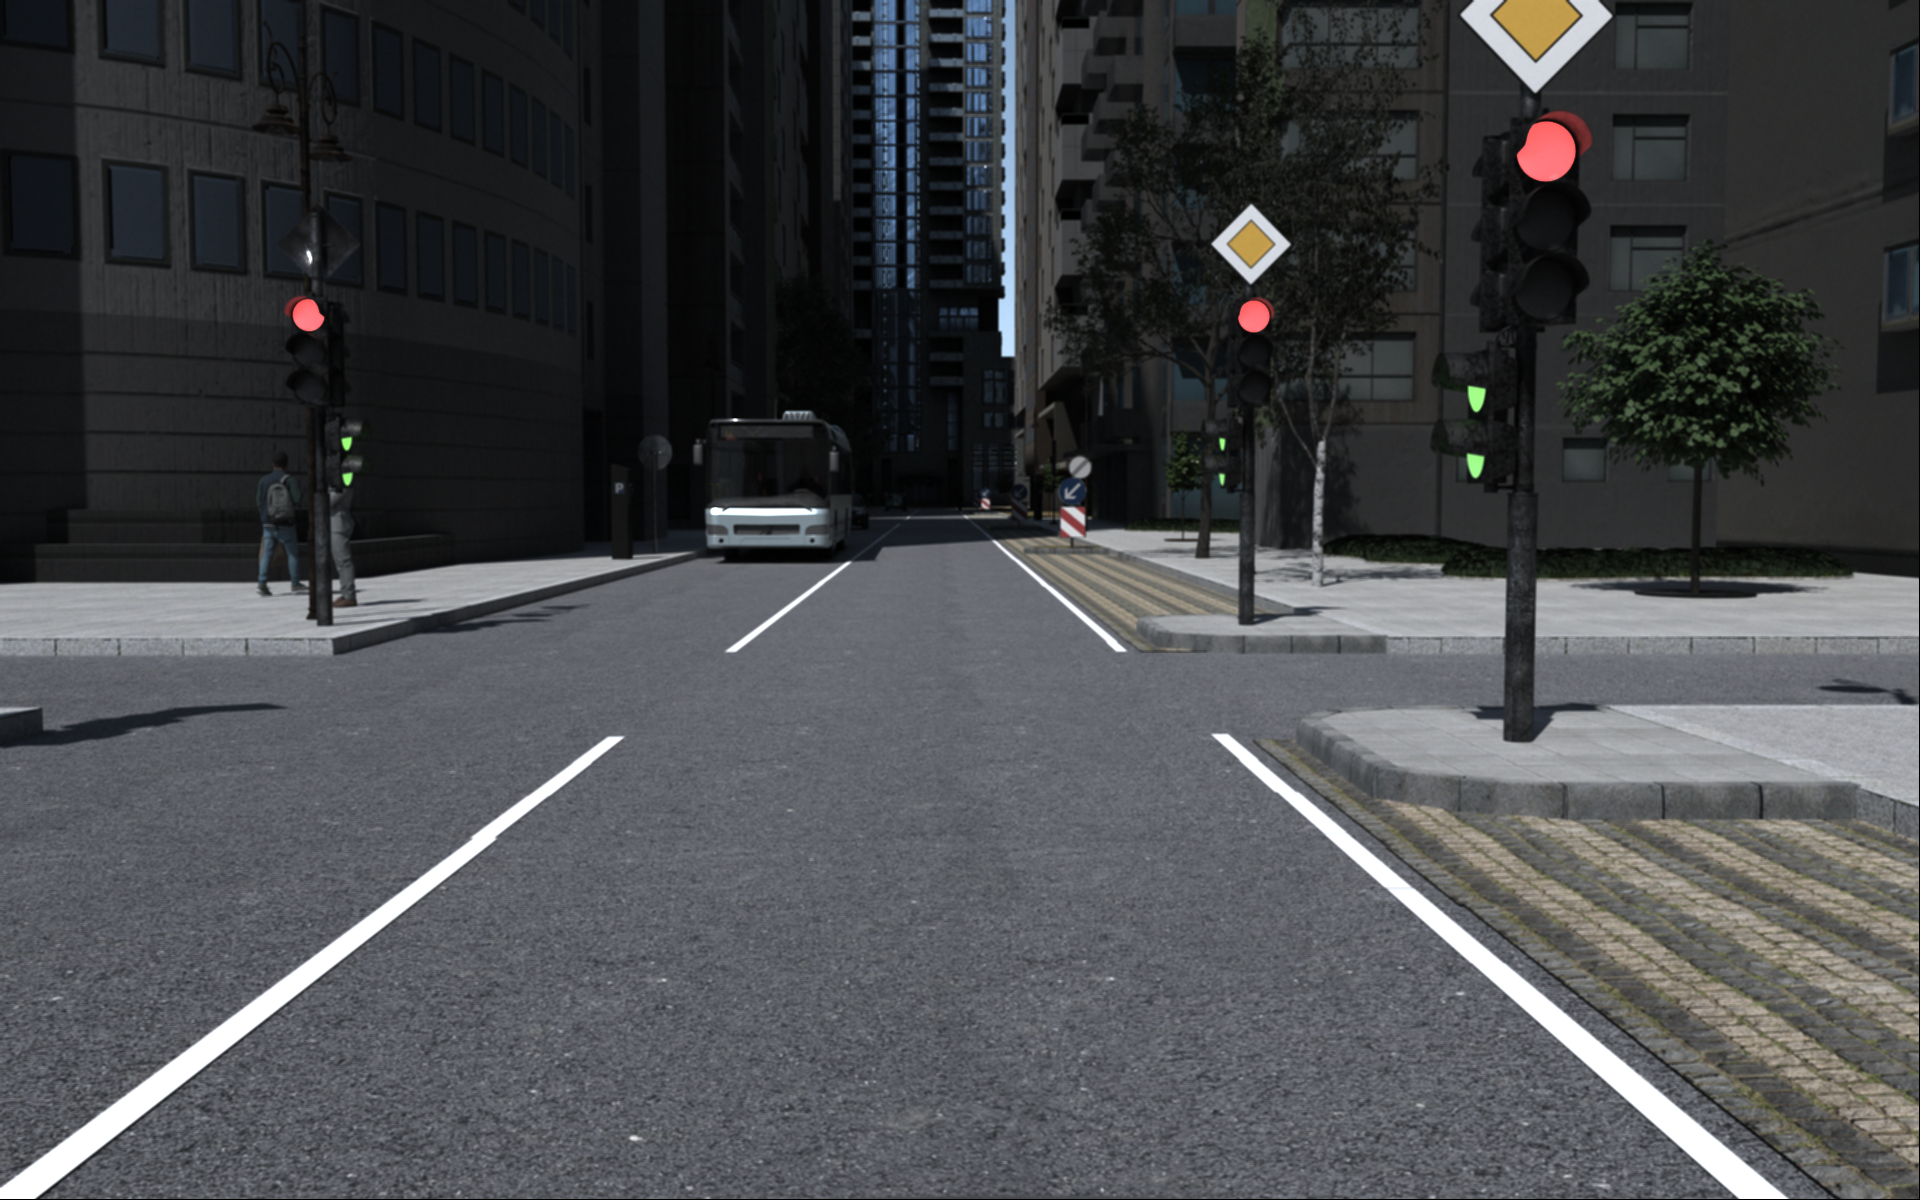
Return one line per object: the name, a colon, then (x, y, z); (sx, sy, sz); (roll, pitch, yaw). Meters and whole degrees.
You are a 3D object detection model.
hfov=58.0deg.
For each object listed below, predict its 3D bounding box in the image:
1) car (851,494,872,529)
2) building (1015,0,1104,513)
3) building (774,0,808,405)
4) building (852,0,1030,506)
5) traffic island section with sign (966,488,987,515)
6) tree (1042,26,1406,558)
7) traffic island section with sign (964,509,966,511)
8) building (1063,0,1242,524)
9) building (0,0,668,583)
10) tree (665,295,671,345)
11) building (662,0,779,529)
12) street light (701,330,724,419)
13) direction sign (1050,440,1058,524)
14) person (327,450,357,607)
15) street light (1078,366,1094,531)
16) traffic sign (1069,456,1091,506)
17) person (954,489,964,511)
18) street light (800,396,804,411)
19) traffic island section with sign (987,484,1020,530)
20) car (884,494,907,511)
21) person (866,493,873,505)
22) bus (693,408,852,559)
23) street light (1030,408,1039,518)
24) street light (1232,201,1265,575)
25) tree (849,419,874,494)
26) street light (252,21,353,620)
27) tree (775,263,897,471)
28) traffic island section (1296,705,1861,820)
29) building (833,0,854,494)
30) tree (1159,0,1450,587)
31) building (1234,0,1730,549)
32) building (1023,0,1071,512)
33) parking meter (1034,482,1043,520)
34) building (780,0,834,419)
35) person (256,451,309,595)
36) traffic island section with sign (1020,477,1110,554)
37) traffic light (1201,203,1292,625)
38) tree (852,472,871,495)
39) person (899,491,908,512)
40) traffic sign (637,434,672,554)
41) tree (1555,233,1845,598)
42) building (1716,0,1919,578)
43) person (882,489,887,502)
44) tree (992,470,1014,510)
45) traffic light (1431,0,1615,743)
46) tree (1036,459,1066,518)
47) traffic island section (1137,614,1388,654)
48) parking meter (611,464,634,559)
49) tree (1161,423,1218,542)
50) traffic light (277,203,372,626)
car: (-4.633, -3.764, 71.330); (2.009, 1.686, 4.222); (0, 4, -2)
building: (18.786, -34.444, 152.405); (28.713, 52.752, 27.495); (0, 4, -1)
building: (-23.500, -31.571, 105.432); (28.713, 52.752, 27.495); (0, 4, -1)
building: (-8.304, -53.463, 186.799); (31.000, 86.520, 22.319); (0, 4, -1)
traffic island section with sign: (1.625, -6.735, 118.741); (1.989, 1.847, 2.006); (0, 4, -1)
tree: (5.190, -6.109, 34.302); (7.601, 10.594, 8.767); (0, 4, -1)
traffic island section with sign: (1.302, -8.383, 145.694); (1.989, 1.847, 2.006); (0, 4, -1)
building: (17.106, -27.934, 76.327); (23.786, 49.044, 30.456); (0, 4, -1)
building: (-18.948, -30.164, 35.187); (21.231, 58.520, 28.212); (0, 4, -1)
tree: (-11.146, -6.400, 54.995); (4.360, 8.622, 3.978); (0, 3, 0)
building: (-14.557, -23.319, 64.863); (14.154, 41.232, 14.086); (0, 4, -1)
street light: (-6.983, -4.662, 49.018); (0.468, 5.910, 1.993); (0, 4, -1)
direction sign: (3.986, -4.984, 73.480); (0.379, 3.537, 0.876); (0, 4, -6)
person: (-7.133, -0.826, 19.725); (0.466, 1.800, 0.511); (-3, 4, -39)
street light: (4.360, -5.318, 59.729); (0.468, 5.910, 1.993); (0, 4, -1)
traffic sign: (4.021, -3.545, 58.065); (0.768, 2.556, 0.104); (0, 4, 6)
person: (-0.046, -8.251, 143.420); (0.705, 1.821, 1.348); (-3, 5, -40)
street light: (-7.320, -6.585, 80.452); (0.468, 5.910, 1.993); (0, 4, -1)
traffic island section with sign: (2.212, -3.676, 68.726); (1.989, 1.847, 2.006); (0, 4, -1)
car: (-5.447, -8.456, 147.048); (1.959, 1.807, 4.718); (0, 4, -1)
person: (-8.834, -9.728, 168.326); (0.697, 1.427, 0.421); (-1, 4, -13)
bus: (-4.095, -2.829, 41.120); (2.948, 3.499, 13.247); (0, 4, -1)
street light: (3.937, -7.240, 91.162); (0.468, 5.910, 1.993); (0, 4, -1)
street light: (4.652, -3.346, 27.503); (0.468, 5.910, 1.993); (0, 4, -1)
tree: (-8.979, -11.803, 143.339); (4.737, 8.622, 4.395); (0, 3, 0)
street light: (-6.612, -2.740, 17.585); (0.468, 5.910, 1.993); (0, 4, -1)
tree: (-8.125, -10.375, 86.631); (9.611, 12.733, 9.660); (0, 3, 0)
traffic island section: (2.925, 0.812, 9.009); (2.009, 0.180, 2.903); (0, 4, -1)
building: (-20.301, -43.826, 154.799); (20.611, 71.187, 20.563); (0, 4, -1)
tree: (4.935, -4.505, 24.016); (4.360, 8.622, 3.978); (0, 3, 0)
building: (14.356, -22.159, 45.897); (14.154, 41.232, 14.086); (0, 4, -1)
building: (12.240, -29.415, 131.040); (14.600, 45.320, 14.200); (0, 4, -1)
parking meter: (3.809, -4.808, 84.315); (0.255, 1.863, 0.399); (3, 5, 42)
building: (-16.579, -29.140, 126.550); (14.600, 45.320, 14.200); (0, 4, -1)
person: (-8.599, -0.966, 21.818); (0.794, 1.824, 0.713); (2, 4, 27)
traffic island section with sign: (2.547, -2.027, 41.773); (1.989, 1.847, 2.006); (0, 4, -1)
traffic light: (2.790, -1.710, 16.879); (0.839, 4.253, 0.868); (0, 4, -1)
tree: (-8.705, -9.566, 151.002); (1.663, 3.219, 1.824); (0, 3, 0)
person: (-4.610, -8.097, 141.694); (0.445, 1.727, 0.742); (3, 5, 43)
traffic sign: (-6.529, -2.259, 37.040); (0.768, 2.556, 0.104); (0, 4, 8)
tree: (9.407, -2.331, 21.827); (4.285, 4.588, 4.351); (0, 3, 0)
building: (25.099, -24.706, 27.650); (21.600, 48.544, 21.300); (0, 4, -1)
person: (-6.627, -8.734, 151.167); (0.599, 1.838, 0.709); (0, 4, -7)
tree: (3.623, -8.829, 138.955); (1.663, 3.219, 1.824); (0, 3, 0)
traffic light: (2.885, -1.222, 8.895); (0.839, 4.253, 0.868); (0, 4, -1)
tree: (4.797, -6.148, 95.126); (1.663, 3.219, 1.824); (0, 3, 0)
traffic island section: (2.830, 0.323, 16.994); (2.009, 0.180, 2.903); (0, 4, -1)
parking meter: (-6.629, -1.732, 34.037); (0.399, 1.863, 0.255); (1, 4, 11)
tree: (6.039, -3.205, 46.996); (1.663, 3.219, 1.824); (0, 3, 0)
traffic light: (-6.170, -1.703, 16.757); (0.839, 4.253, 0.868); (0, 4, -1)
